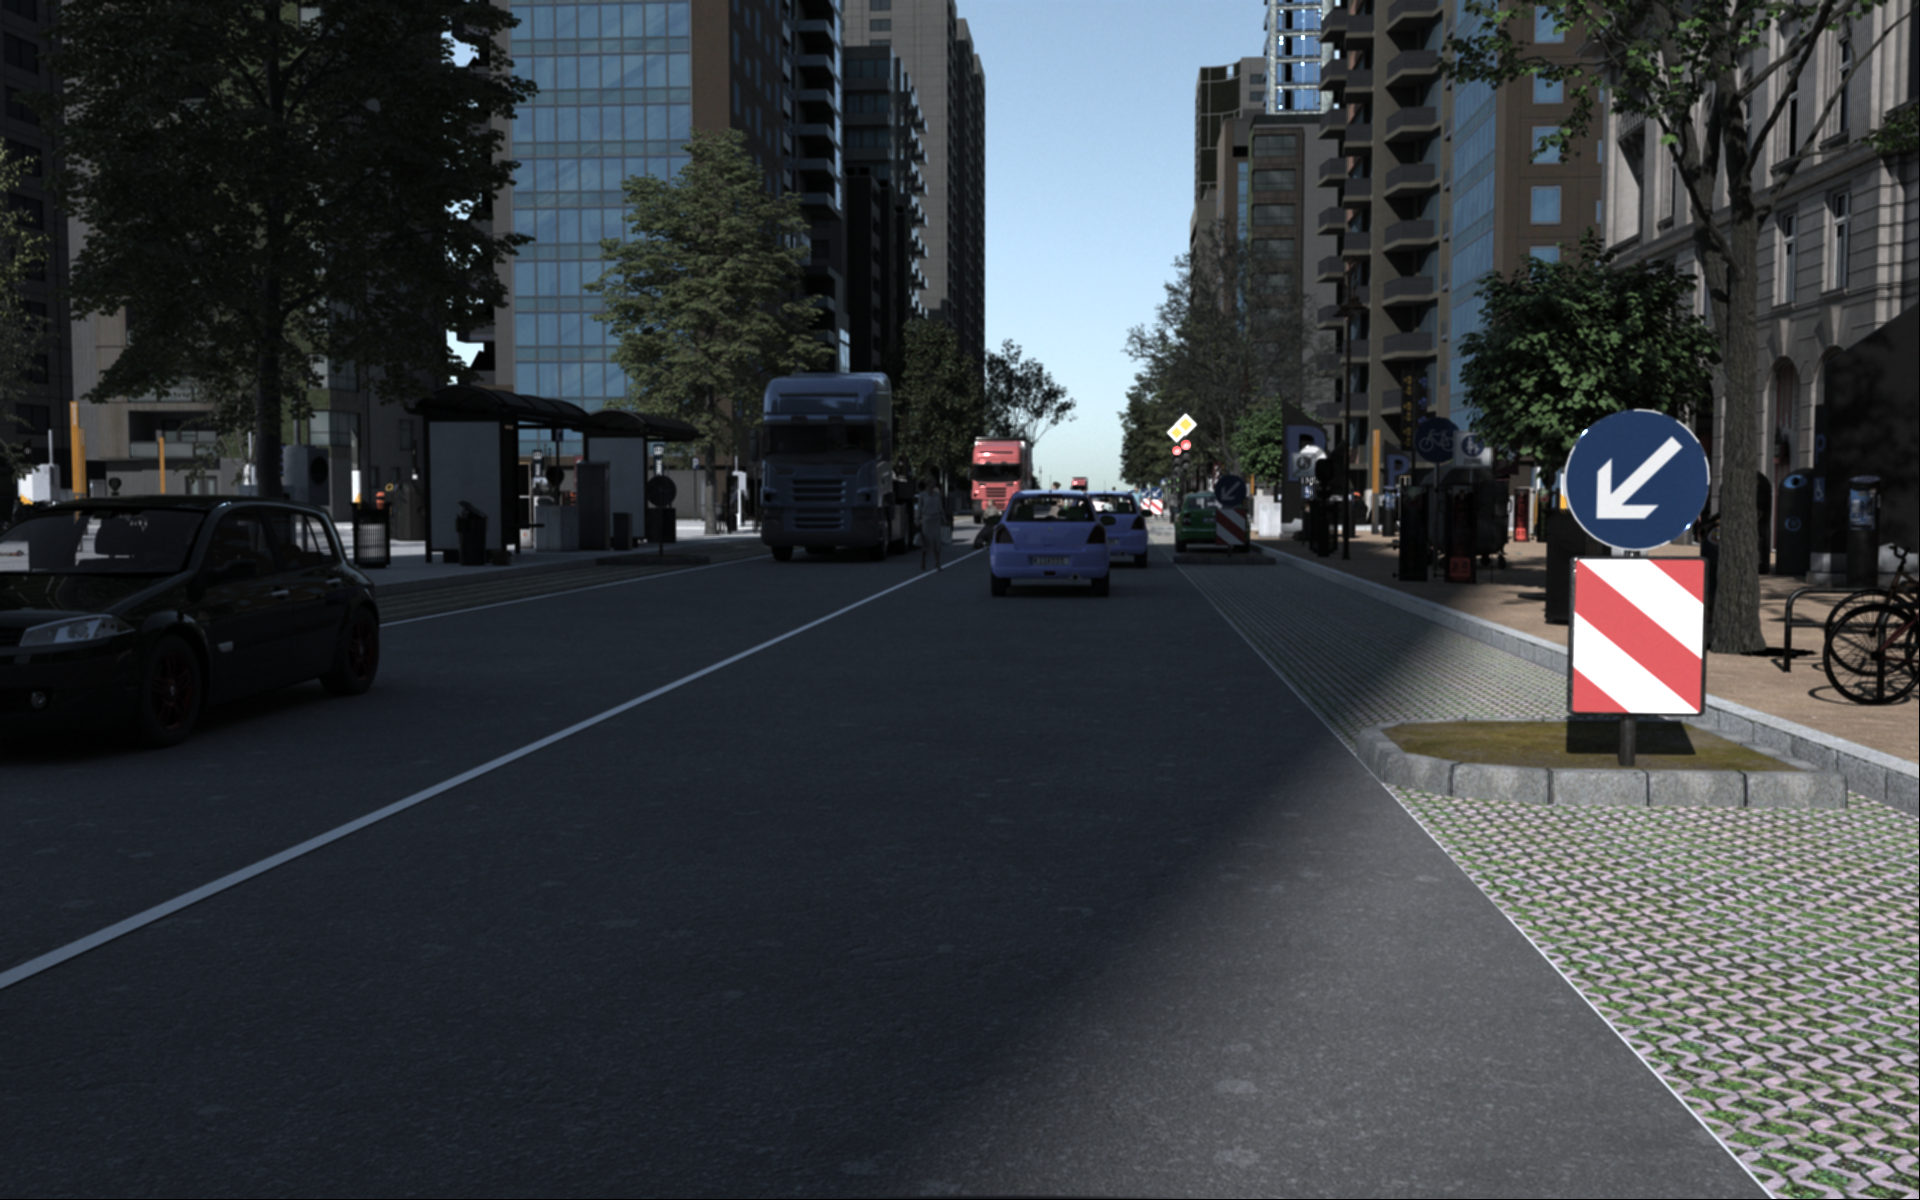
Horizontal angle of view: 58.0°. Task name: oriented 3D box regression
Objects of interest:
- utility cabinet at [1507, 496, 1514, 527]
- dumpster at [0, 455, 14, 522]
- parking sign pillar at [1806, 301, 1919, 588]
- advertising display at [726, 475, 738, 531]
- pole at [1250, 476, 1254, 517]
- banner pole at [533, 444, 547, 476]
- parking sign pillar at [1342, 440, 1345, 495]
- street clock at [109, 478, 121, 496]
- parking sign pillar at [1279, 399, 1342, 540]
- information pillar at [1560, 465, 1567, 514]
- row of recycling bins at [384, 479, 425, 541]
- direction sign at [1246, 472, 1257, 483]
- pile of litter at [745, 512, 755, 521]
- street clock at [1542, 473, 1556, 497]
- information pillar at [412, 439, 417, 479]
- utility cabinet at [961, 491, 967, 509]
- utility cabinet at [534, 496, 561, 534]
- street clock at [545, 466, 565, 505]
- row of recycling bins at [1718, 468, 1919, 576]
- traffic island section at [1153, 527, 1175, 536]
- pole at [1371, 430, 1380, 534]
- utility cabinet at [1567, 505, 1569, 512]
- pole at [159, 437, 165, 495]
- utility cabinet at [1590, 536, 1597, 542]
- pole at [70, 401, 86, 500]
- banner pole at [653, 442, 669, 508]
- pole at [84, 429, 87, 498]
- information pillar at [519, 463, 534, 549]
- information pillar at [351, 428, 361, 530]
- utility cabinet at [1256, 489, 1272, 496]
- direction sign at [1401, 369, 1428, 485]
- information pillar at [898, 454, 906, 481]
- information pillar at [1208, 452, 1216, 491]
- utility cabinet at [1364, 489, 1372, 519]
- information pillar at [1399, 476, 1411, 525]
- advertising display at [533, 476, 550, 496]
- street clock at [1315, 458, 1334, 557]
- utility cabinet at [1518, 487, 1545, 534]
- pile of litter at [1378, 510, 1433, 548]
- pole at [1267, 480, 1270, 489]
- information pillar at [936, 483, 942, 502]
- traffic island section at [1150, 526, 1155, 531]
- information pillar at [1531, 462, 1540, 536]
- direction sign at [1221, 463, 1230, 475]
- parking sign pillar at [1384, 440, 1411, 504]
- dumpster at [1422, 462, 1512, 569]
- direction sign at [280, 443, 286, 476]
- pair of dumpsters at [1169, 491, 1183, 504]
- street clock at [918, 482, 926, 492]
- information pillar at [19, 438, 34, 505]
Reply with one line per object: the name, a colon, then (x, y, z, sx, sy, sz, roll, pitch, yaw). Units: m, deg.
utility cabinet: (21.339, -3.475, 67.979, 0.306, 1.237, 1.020, -1, 4, -17)
dumpster: (-10.969, -0.930, 17.706, 1.502, 2.255, 1.985, 0, 4, 5)
parking sign pillar: (12.683, -2.186, 24.206, 1.447, 3.967, 1.447, 0, 4, 3)
advertising display: (-7.892, -3.357, 60.102, 0.123, 1.923, 0.974, 1, 4, 10)
pole: (16.456, -6.341, 97.514, 0.158, 3.312, 0.155, 0, 3, 0)
banner pole: (-20.855, -5.885, 86.240, 0.863, 3.779, 0.401, -2, 4, -25)
parking sign pillar: (18.406, -5.929, 85.410, 1.447, 3.967, 1.447, -3, 5, -41)
street clock: (-37.108, -4.375, 76.098, 0.471, 2.002, 0.358, 1, 4, 9)
parking sign pillar: (9.839, -3.719, 49.285, 1.447, 3.967, 1.447, 0, 4, -6)
information pillar: (24.469, -4.796, 69.774, 0.504, 3.616, 0.183, 2, 4, 30)
row of recycling bins: (-15.503, -2.546, 48.735, 1.069, 1.692, 3.534, -2, 4, -25)
direction sign: (21.216, -8.208, 126.204, 0.876, 3.537, 0.379, 2, 4, 25)
pile of litter: (-10.552, -4.318, 84.566, 1.176, 0.858, 1.719, -2, 4, -30)
street clock: (17.347, -2.845, 51.079, 0.358, 2.002, 0.471, 0, 4, -7)
information pillar: (-23.184, -5.036, 73.689, 0.183, 3.616, 0.504, -2, 4, -32)
utility cabinet: (0.335, -8.254, 143.637, 0.318, 1.500, 1.173, -1, 4, -13)
utility cabinet: (-13.468, -2.766, 56.390, 0.306, 1.237, 1.020, 2, 4, 30)
street clock: (-10.537, -2.479, 45.109, 0.471, 2.002, 0.358, -1, 4, -10)
row of recycling bins: (13.552, -1.216, 26.993, 1.069, 1.692, 3.534, -3, 4, -38)
traffic island section: (7.849, -2.325, 60.295, 2.009, 0.180, 2.903, 0, 4, 5)
pole: (13.198, -3.740, 54.987, 0.158, 3.312, 0.155, 0, 3, 0)
utility cabinet: (19.554, -2.642, 54.351, 0.306, 1.237, 1.020, -3, 4, -37)
pole: (-28.742, -4.195, 62.438, 0.158, 3.312, 0.155, 0, 3, 0)
utility cabinet: (17.074, -2.180, 46.804, 0.306, 1.237, 1.020, 3, 5, 42)
pole: (-19.521, -2.717, 38.268, 0.158, 3.312, 0.155, 0, 3, 0)
banner pole: (-13.124, -5.286, 76.442, 0.863, 3.779, 0.401, 0, 4, 2)
pole: (-27.303, -3.673, 53.903, 0.158, 3.312, 0.155, 0, 3, 0)
information pillar: (-10.192, -2.213, 40.680, 0.304, 2.012, 0.304, 0, 4, -1)
information pillar: (-21.333, -4.270, 61.174, 0.504, 3.616, 0.183, 3, 5, 44)
utility cabinet: (12.951, -3.980, 73.750, 0.318, 1.500, 1.173, 2, 4, 28)
direction sign: (8.304, -2.430, 31.729, 0.379, 3.537, 0.876, 3, 5, 44)
information pillar: (-3.378, -6.709, 101.039, 0.504, 3.616, 0.183, 0, 4, -7)
information pillar: (13.799, -6.343, 95.061, 0.504, 3.616, 0.183, -1, 4, -22)
utility cabinet: (18.774, -4.344, 79.711, 0.318, 1.500, 1.173, 1, 4, 8)
information pillar: (18.231, -4.066, 70.977, 0.304, 2.012, 0.304, -2, 4, -30)
advertising display: (-14.968, -3.441, 61.471, 0.123, 1.923, 0.974, 3, 4, 38)
street clock: (7.418, -1.879, 35.296, 0.358, 2.002, 0.471, 2, 4, 34)
utility cabinet: (18.178, -2.830, 54.956, 1.173, 1.500, 0.318, -1, 4, -18)
pile of litter: (10.901, -1.688, 41.559, 1.176, 0.858, 1.719, -1, 4, -15)
pole: (21.432, -7.743, 120.441, 0.158, 3.312, 0.155, 0, 3, 0)
information pillar: (-1.414, -6.859, 116.644, 0.304, 2.012, 0.304, 3, 5, 44)
traffic island section: (8.533, -2.812, 68.251, 2.009, 0.180, 2.903, 0, 4, 5)
information pillar: (17.580, -3.756, 52.771, 0.183, 3.616, 0.504, 0, 4, 7)
direction sign: (19.068, -8.099, 124.417, 0.379, 3.537, 0.876, -3, 5, -40)
parking sign pillar: (21.692, -5.955, 85.841, 1.447, 3.967, 1.447, -1, 4, -10)
dumpster: (8.841, -1.496, 30.218, 1.264, 1.857, 1.865, 0, 4, 5)
direction sign: (-30.187, -5.172, 76.556, 0.876, 3.537, 0.379, -3, 5, -43)
pair of dumpsters: (17.870, -8.486, 141.234, 1.574, 2.255, 4.437, 0, 4, 5)
street clock: (-2.207, -5.911, 101.222, 0.471, 2.002, 0.358, 1, 4, 18)
information pillar: (-38.738, -4.927, 71.908, 0.504, 3.616, 0.183, -1, 4, -11)
